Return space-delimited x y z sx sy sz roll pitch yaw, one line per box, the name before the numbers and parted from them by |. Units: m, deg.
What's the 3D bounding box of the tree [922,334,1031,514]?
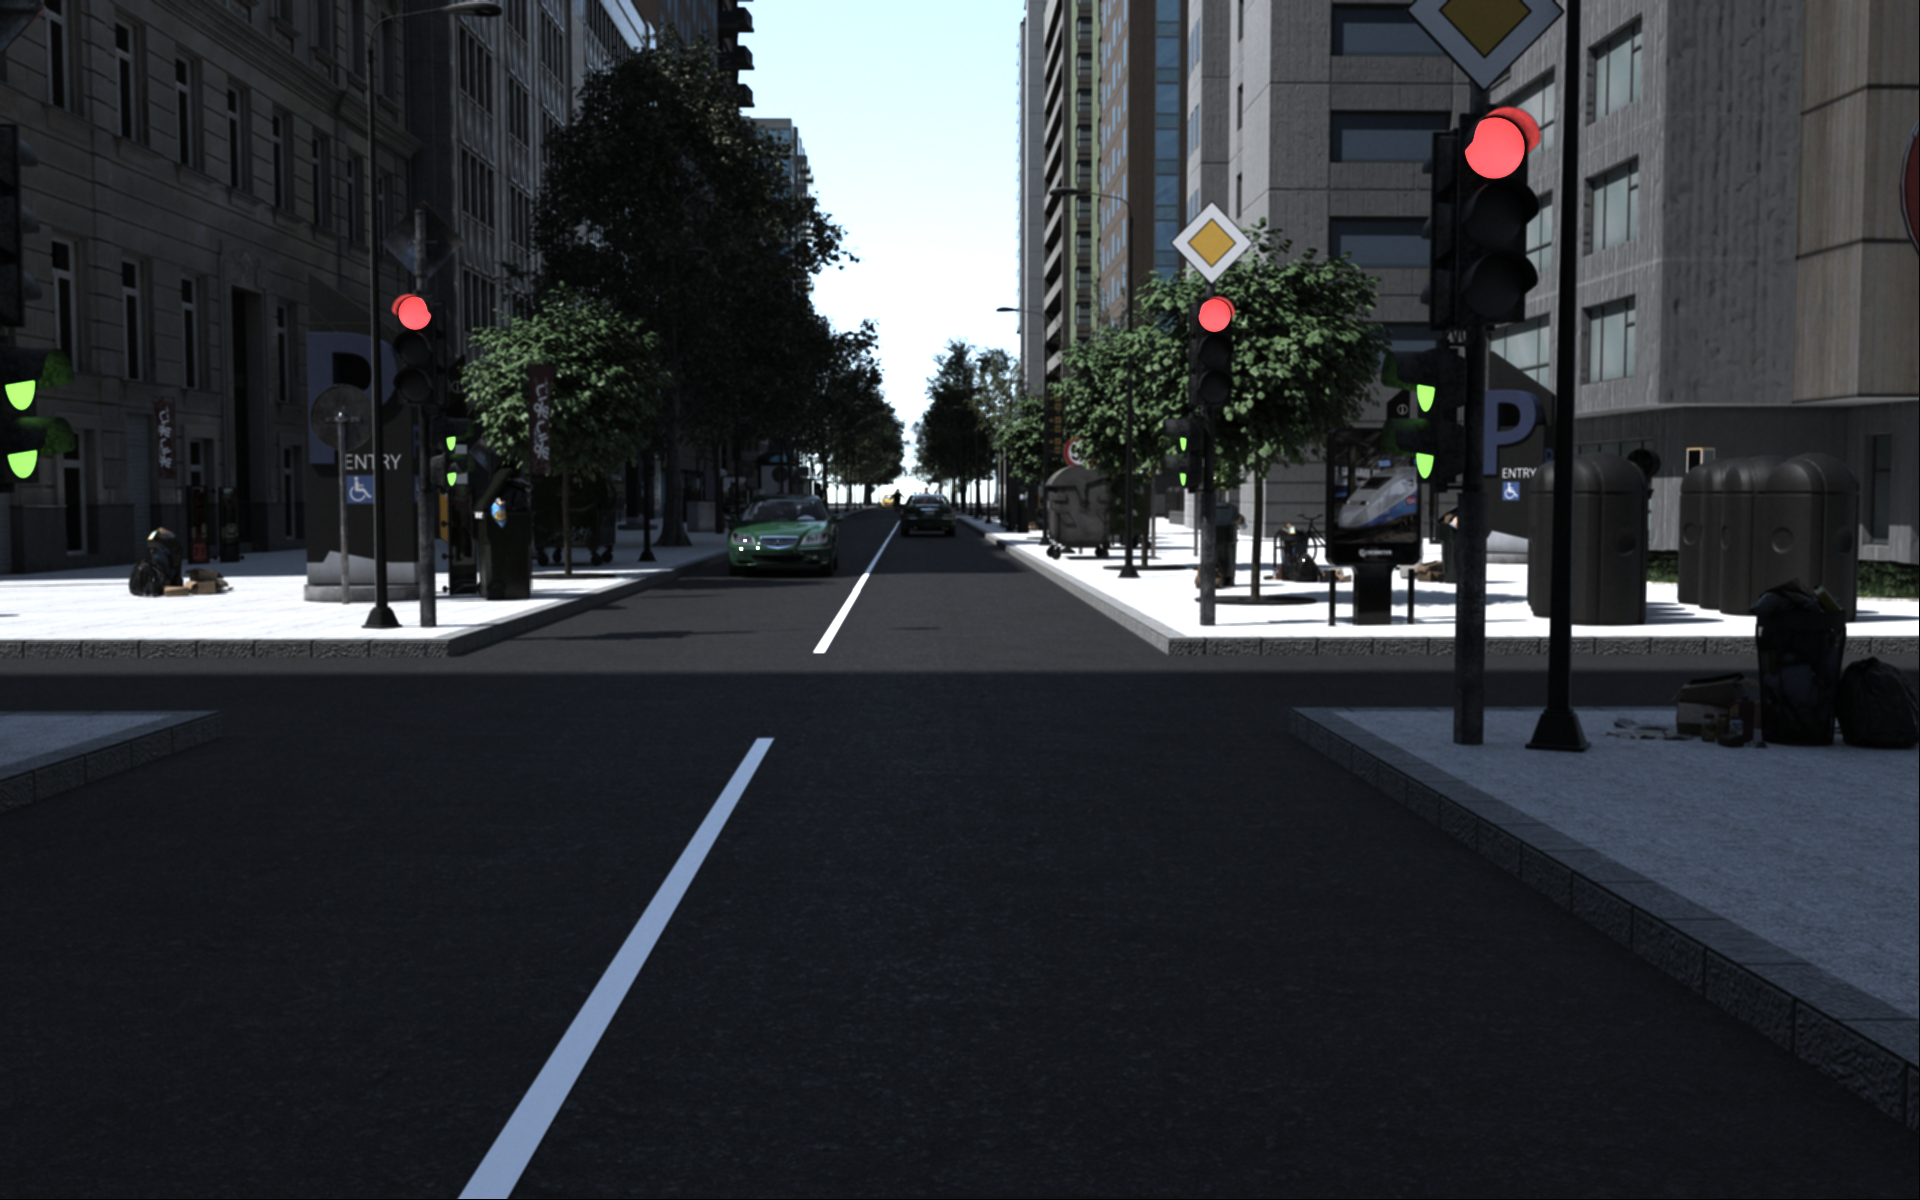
tree | 1.066 -11.457 113.070 9.928 11.665 9.643 0 3 0

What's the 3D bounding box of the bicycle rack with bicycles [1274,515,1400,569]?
bicycle rack with bicycles | 6.965 -1.032 30.251 2.925 0.926 2.852 -3 5 -41

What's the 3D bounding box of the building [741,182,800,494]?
building | -34.406 -30.721 194.166 32.217 40.220 23.993 0 4 -1

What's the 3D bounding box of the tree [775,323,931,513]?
tree | -9.250 -12.720 118.347 12.009 13.543 11.850 0 3 0

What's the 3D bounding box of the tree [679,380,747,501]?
tree | -12.262 -8.091 82.648 4.737 8.622 4.395 0 3 0

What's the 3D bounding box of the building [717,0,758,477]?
building | -27.591 -29.337 134.290 22.147 44.769 28.867 0 4 -1

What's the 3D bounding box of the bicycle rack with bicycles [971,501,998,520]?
bicycle rack with bicycles | 2.252 -4.461 86.323 2.925 0.926 2.852 1 4 17

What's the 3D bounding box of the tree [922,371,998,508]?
tree | -0.029 -14.696 158.408 7.486 12.596 7.792 0 3 0

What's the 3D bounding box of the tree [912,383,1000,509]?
tree | 0.118 -12.829 144.160 8.767 10.594 7.601 -1 4 -20

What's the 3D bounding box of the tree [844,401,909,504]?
tree | -11.240 -18.977 216.932 9.857 13.997 8.962 0 3 0

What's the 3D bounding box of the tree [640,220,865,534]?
tree | -7.764 -7.446 56.157 8.767 10.594 7.601 0 4 0

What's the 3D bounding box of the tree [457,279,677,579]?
tree | -5.983 -2.626 26.655 4.285 4.588 4.351 0 3 0

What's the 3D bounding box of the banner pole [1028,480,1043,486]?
banner pole | 2.867 -4.452 62.802 0.863 3.779 0.401 -1 4 -13

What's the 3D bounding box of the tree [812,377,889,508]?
tree | -10.538 -15.065 164.436 7.486 12.596 7.792 0 3 0

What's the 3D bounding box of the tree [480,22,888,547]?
tree | -7.038 -7.683 42.629 9.611 12.733 9.660 0 3 0

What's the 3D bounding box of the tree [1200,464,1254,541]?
tree | 7.099 -3.213 47.140 1.663 3.219 1.824 0 3 0

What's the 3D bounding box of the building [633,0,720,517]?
building | -23.372 -28.268 112.292 14.600 45.320 14.200 0 4 -1

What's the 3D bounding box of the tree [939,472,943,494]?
tree | -2.648 -19.415 227.806 12.009 13.543 11.850 0 3 0

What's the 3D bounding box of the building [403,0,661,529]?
building | -21.227 -15.948 78.770 12.078 24.808 19.932 0 4 -1

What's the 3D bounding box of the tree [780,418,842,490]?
tree | -8.360 -9.072 98.686 4.737 8.622 4.395 0 3 0

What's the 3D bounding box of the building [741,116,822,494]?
building | -30.088 -36.844 222.009 23.786 49.044 30.456 0 4 -1

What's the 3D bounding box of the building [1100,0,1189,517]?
building | 16.015 -27.695 102.924 14.600 45.320 14.200 0 4 -1

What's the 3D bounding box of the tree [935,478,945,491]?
tree | -2.446 -17.808 241.515 4.360 8.622 3.978 0 3 0

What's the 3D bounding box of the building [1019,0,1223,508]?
building | 17.581 -40.565 205.241 21.231 58.520 28.212 0 4 -1

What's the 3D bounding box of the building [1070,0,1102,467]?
building | 15.240 -27.392 131.449 14.154 41.232 14.086 0 4 -1

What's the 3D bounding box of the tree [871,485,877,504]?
tree | -12.290 -14.753 235.811 1.663 3.219 1.824 0 3 0

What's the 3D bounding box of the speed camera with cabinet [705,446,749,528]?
speed camera with cabinet | -8.791 -4.344 65.361 0.660 3.252 2.038 2 4 29

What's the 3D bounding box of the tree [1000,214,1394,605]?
tree | 3.457 -2.250 20.494 4.285 4.588 4.351 0 3 0

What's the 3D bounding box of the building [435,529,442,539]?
building | -20.703 -14.731 58.882 12.078 24.808 19.932 0 4 -1

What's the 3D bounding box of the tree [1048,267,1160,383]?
tree | 4.951 -6.413 55.219 4.360 8.622 3.978 0 3 0

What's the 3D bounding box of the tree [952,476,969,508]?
tree | 0.245 -10.437 165.243 1.663 3.219 1.824 0 3 0

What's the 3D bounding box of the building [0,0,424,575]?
building | -20.846 -14.621 36.317 12.463 27.353 25.104 0 4 -1

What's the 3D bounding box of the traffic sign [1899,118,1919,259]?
traffic sign | 3.079 -0.302 5.038 0.768 2.556 0.104 0 4 3

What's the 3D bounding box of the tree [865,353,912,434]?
tree | -6.989 -8.459 72.724 8.767 10.594 7.601 0 4 6

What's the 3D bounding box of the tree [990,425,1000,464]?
tree | 3.103 -2.805 29.578 4.285 4.588 4.351 0 3 0

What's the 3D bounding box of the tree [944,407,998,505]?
tree | -0.479 -15.786 175.101 9.611 12.733 9.660 0 3 0

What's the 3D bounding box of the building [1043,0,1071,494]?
building | 18.589 -32.136 149.125 21.300 48.544 21.600 0 4 -1

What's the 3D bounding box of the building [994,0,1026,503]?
building | 16.453 -56.361 234.170 22.319 86.520 31.000 0 4 -1

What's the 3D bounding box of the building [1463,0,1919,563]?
building | 19.132 -21.425 33.889 14.086 41.232 14.154 0 4 -1

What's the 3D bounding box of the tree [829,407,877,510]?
tree | -8.671 -11.361 136.117 4.360 8.622 3.978 0 3 0

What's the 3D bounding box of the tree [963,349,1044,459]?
tree | 2.381 -8.445 88.446 4.737 8.622 4.395 0 3 0

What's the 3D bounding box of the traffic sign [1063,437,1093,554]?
traffic sign | 2.583 -2.256 36.990 0.768 2.556 0.104 0 4 4

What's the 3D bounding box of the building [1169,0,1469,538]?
building | 18.972 -31.842 62.620 21.231 58.520 28.212 0 4 -1
